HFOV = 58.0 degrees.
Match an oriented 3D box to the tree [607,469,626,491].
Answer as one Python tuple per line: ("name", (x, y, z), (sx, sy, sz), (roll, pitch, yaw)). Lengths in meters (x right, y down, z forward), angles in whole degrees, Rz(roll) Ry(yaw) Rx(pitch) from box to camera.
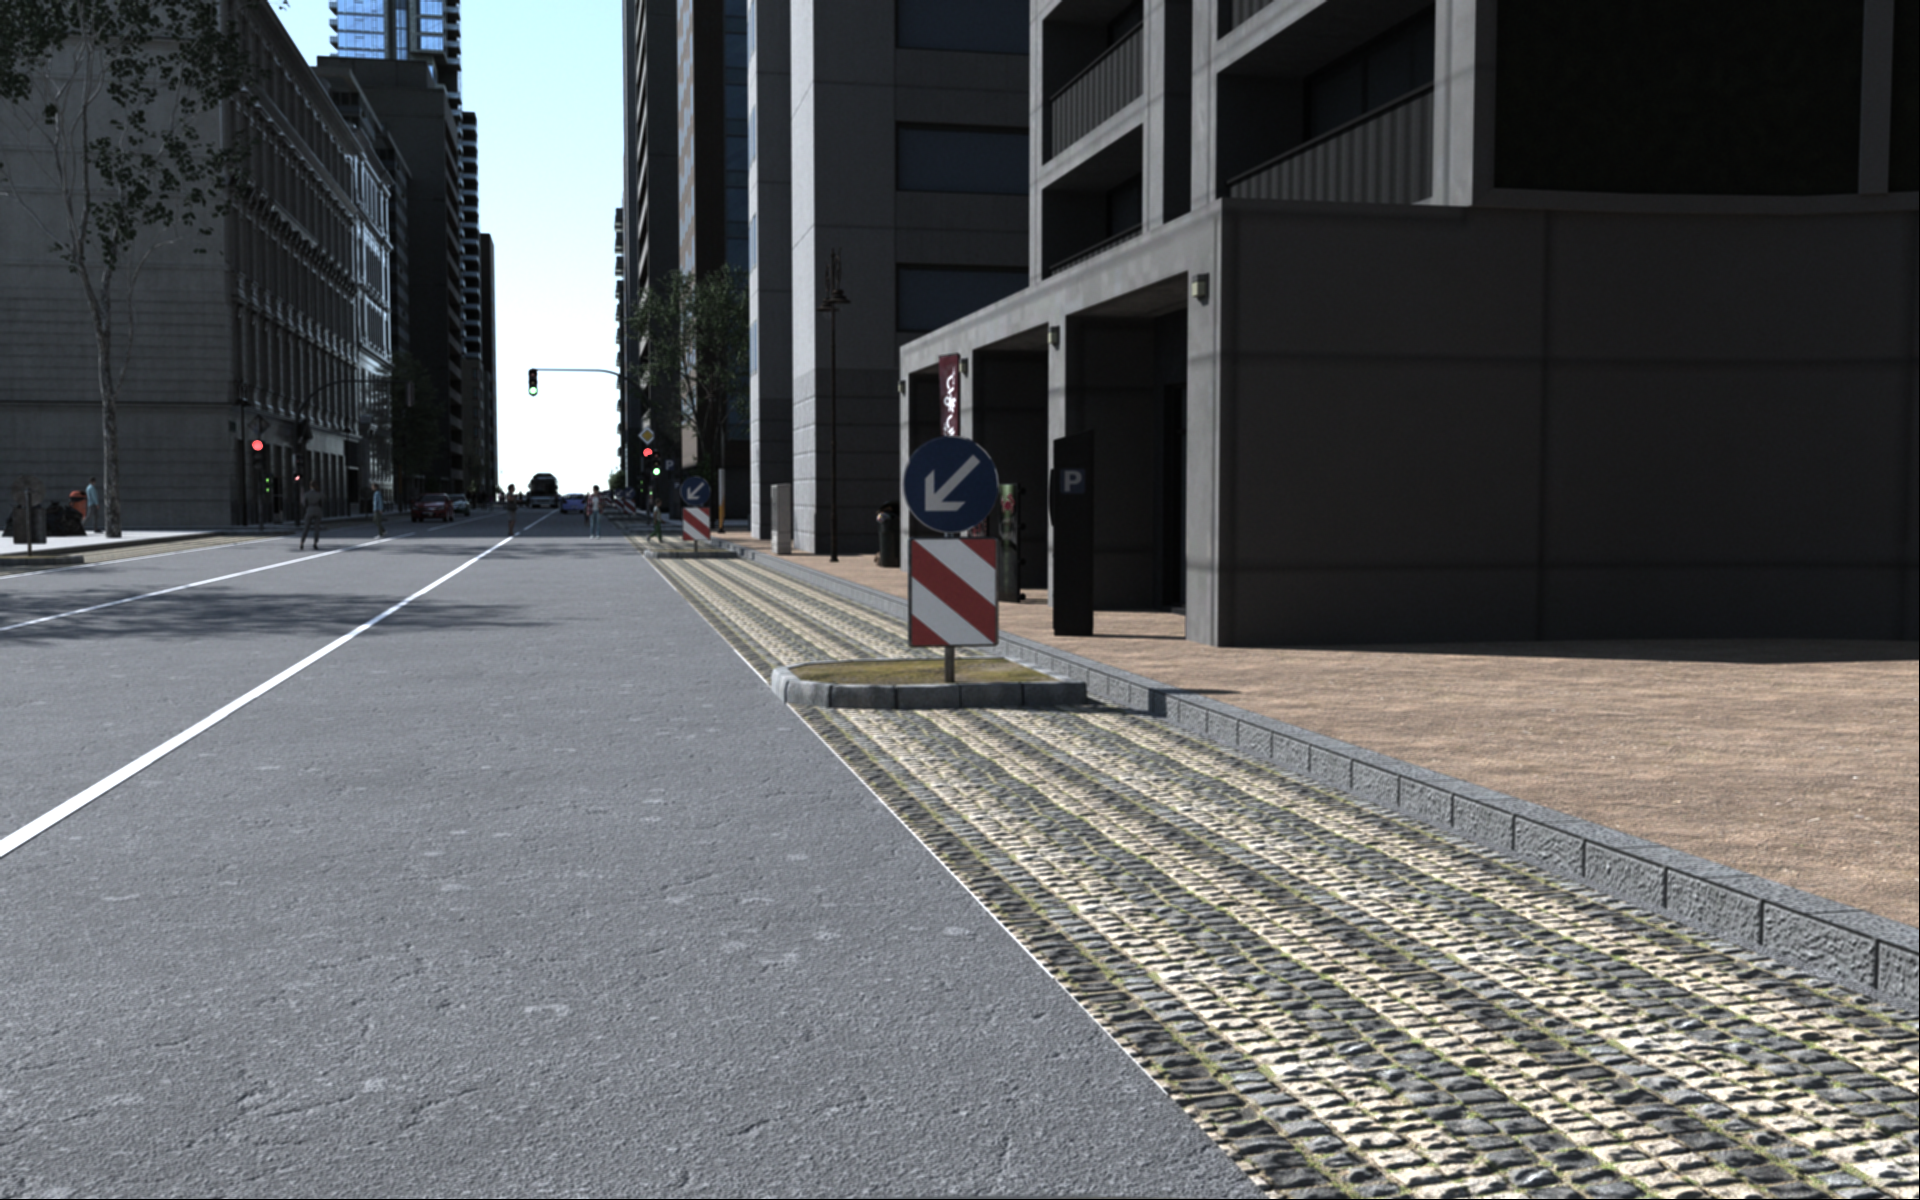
("tree", (-45.078, -15.174, 231.814), (4.285, 4.588, 4.351), (0, 3, 0))

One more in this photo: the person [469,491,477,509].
("person", (-45.278, -9.299, 161.056), (1.217, 1.766, 0.721), (3, 5, 42))

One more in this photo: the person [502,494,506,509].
("person", (-43.649, -9.417, 165.695), (0.599, 1.433, 0.991), (0, 4, 1))

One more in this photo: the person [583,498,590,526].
("person", (-16.479, -3.876, 76.561), (0.332, 1.250, 0.352), (-3, 5, -44))

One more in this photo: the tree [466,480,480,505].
("tree", (-59.707, -13.343, 212.759), (1.663, 3.219, 1.824), (0, 3, 0))

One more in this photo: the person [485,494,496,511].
("person", (-39.366, -8.171, 145.312), (0.991, 1.433, 0.599), (-2, 4, -34))

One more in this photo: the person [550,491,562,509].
("person", (-38.659, -9.581, 165.861), (1.217, 1.736, 0.721), (0, 4, -2))

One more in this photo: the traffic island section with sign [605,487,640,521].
("traffic island section with sign", (-17.951, -5.184, 93.384), (1.989, 1.847, 2.006), (-1, 4, -12))

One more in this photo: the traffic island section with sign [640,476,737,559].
("traffic island section with sign", (-6.120, -1.865, 39.113), (1.989, 1.847, 2.006), (-1, 4, -12))

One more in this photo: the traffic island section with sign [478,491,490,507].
("traffic island section with sign", (-53.344, -11.264, 192.801), (1.989, 1.847, 2.006), (-1, 4, -12))

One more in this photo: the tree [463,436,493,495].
("tree", (-60.473, -16.232, 215.748), (4.360, 8.622, 3.978), (0, 3, 0))

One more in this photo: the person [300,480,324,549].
("person", (-16.806, -2.208, 44.878), (0.520, 1.790, 0.573), (-3, 5, -44))

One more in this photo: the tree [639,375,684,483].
("tree", (-17.406, -9.527, 106.133), (4.360, 8.622, 3.978), (0, 3, 0))

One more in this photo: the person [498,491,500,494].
("person", (-72.741, -16.372, 273.680), (0.705, 1.831, 1.348), (-1, 4, -21))

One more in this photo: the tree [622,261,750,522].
("tree", (-11.368, -9.337, 78.409), (9.928, 11.665, 9.643), (0, 3, 0))

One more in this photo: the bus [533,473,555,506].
("bus", (-48.407, -12.862, 201.846), (2.896, 3.916, 12.252), (-1, 4, -13))

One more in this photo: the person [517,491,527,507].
("person", (-48.717, -11.230, 192.125), (1.348, 1.822, 0.705), (-3, 5, -40))

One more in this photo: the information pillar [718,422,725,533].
("information pillar", (-7.832, -4.009, 56.905), (0.183, 3.616, 0.504), (0, 4, 5))

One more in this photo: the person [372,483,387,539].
("person", (-18.669, -2.865, 55.693), (0.444, 1.785, 0.601), (-1, 4, -9))

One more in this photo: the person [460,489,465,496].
("person", (-39.815, -7.979, 138.765), (0.447, 1.846, 0.655), (-2, 4, -31))

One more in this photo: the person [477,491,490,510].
("person", (-42.999, -8.999, 156.462), (1.217, 1.723, 0.721), (0, 4, -4))

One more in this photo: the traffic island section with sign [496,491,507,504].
("traffic island section with sign", (-64.934, -14.520, 246.030), (1.989, 1.847, 2.006), (-1, 4, -12))

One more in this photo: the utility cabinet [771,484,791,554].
("utility cabinet", (-3.825, -1.727, 36.913), (0.318, 1.500, 1.173), (-1, 4, -12))

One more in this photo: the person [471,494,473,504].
("person", (-61.532, -12.828, 218.939), (1.217, 1.736, 0.721), (-2, 4, -35))

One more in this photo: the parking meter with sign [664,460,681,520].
("parking meter with sign", (-14.311, -5.541, 86.862), (0.543, 3.016, 1.738), (-2, 4, -27))

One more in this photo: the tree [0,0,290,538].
("tree", (-25.664, -11.814, 49.049), (12.611, 20.169, 13.585), (0, 3, 0))

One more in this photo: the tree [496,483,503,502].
("tree", (-79.311, -18.538, 297.692), (1.663, 3.219, 1.824), (0, 3, 0))

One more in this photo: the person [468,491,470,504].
("person", (-59.548, -12.451, 210.438), (0.721, 1.723, 1.217), (-1, 4, -15))

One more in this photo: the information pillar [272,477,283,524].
("information pillar", (-29.165, -4.254, 74.040), (0.304, 2.012, 0.304), (0, 4, 2))

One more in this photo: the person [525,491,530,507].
("person", (-47.640, -11.112, 190.965), (0.721, 1.735, 1.217), (-3, 5, -42))

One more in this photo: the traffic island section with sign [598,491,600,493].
("traffic island section with sign", (-34.428, -9.811, 169.029), (1.989, 1.847, 2.006), (-1, 4, -12))

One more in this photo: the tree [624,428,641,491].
("tree", (-25.026, -11.646, 140.767), (4.737, 8.622, 4.395), (0, 3, 0))

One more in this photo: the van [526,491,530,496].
("van", (-62.376, -14.978, 251.906), (2.013, 2.044, 4.112), (-1, 4, -12))

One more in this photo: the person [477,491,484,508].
("person", (-50.271, -10.560, 181.611), (0.683, 1.767, 0.568), (-1, 4, -8))

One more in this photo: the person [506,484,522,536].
("person", (-15.157, -3.053, 58.773), (0.532, 1.782, 0.716), (0, 4, 4))

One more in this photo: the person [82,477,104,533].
("person", (-28.617, -3.125, 56.996), (0.748, 1.841, 0.638), (-2, 4, -24))

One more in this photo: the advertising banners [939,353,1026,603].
("advertising banners", (0.235, -1.523, 21.083), (0.090, 3.025, 2.074), (-2, 4, -29))

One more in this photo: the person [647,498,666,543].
("person", (-8.891, -2.318, 50.640), (0.590, 1.304, 0.306), (-2, 4, -26))

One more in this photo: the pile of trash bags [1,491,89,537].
("pile of trash bags", (-27.927, -2.674, 53.475), (1.912, 1.369, 3.447), (0, 4, -1))

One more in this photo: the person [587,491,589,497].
("person", (-44.456, -12.101, 206.895), (0.434, 1.755, 0.990), (-1, 4, -12))

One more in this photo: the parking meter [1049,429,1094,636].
("parking meter", (1.011, -0.611, 15.709), (0.399, 1.863, 0.255), (0, 4, 7))

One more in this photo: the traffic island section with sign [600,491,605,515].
("traffic island section with sign", (-23.689, -6.795, 119.724), (1.989, 1.847, 2.006), (-1, 4, -12))

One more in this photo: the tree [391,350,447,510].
("tree", (-43.874, -13.360, 136.561), (7.486, 12.596, 7.792), (0, 3, 0))

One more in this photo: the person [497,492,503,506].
("person", (-56.195, -12.377, 211.797), (0.756, 1.711, 0.436), (3, 4, 37))

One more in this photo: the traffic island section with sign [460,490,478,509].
("traffic island section with sign", (-47.434, -9.609, 165.739), (1.989, 1.847, 2.006), (-1, 4, -12))

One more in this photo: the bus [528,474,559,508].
("bus", (-43.740, -11.472, 182.428), (2.948, 3.499, 13.247), (-1, 4, -12))

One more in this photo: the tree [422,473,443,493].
("tree", (-47.231, -9.841, 155.494), (1.663, 3.219, 1.824), (0, 3, 0))

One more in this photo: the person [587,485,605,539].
("person", (-11.692, -2.835, 55.689), (0.563, 1.720, 0.643), (0, 4, -3))

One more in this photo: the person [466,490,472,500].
("person", (-58.757, -12.239, 206.667), (1.217, 1.766, 0.721), (-2, 4, -24))

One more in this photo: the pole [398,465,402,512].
("pole", (-39.264, -7.807, 121.487), (0.158, 3.312, 0.155), (0, 3, 0))

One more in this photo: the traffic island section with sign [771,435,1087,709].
("traffic island section with sign", (-0.323, -0.232, 12.429), (1.989, 1.847, 2.006), (-1, 4, -12))

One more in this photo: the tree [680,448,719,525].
("tree", (-10.525, -4.736, 72.039), (1.663, 3.219, 1.824), (0, 3, 0))
